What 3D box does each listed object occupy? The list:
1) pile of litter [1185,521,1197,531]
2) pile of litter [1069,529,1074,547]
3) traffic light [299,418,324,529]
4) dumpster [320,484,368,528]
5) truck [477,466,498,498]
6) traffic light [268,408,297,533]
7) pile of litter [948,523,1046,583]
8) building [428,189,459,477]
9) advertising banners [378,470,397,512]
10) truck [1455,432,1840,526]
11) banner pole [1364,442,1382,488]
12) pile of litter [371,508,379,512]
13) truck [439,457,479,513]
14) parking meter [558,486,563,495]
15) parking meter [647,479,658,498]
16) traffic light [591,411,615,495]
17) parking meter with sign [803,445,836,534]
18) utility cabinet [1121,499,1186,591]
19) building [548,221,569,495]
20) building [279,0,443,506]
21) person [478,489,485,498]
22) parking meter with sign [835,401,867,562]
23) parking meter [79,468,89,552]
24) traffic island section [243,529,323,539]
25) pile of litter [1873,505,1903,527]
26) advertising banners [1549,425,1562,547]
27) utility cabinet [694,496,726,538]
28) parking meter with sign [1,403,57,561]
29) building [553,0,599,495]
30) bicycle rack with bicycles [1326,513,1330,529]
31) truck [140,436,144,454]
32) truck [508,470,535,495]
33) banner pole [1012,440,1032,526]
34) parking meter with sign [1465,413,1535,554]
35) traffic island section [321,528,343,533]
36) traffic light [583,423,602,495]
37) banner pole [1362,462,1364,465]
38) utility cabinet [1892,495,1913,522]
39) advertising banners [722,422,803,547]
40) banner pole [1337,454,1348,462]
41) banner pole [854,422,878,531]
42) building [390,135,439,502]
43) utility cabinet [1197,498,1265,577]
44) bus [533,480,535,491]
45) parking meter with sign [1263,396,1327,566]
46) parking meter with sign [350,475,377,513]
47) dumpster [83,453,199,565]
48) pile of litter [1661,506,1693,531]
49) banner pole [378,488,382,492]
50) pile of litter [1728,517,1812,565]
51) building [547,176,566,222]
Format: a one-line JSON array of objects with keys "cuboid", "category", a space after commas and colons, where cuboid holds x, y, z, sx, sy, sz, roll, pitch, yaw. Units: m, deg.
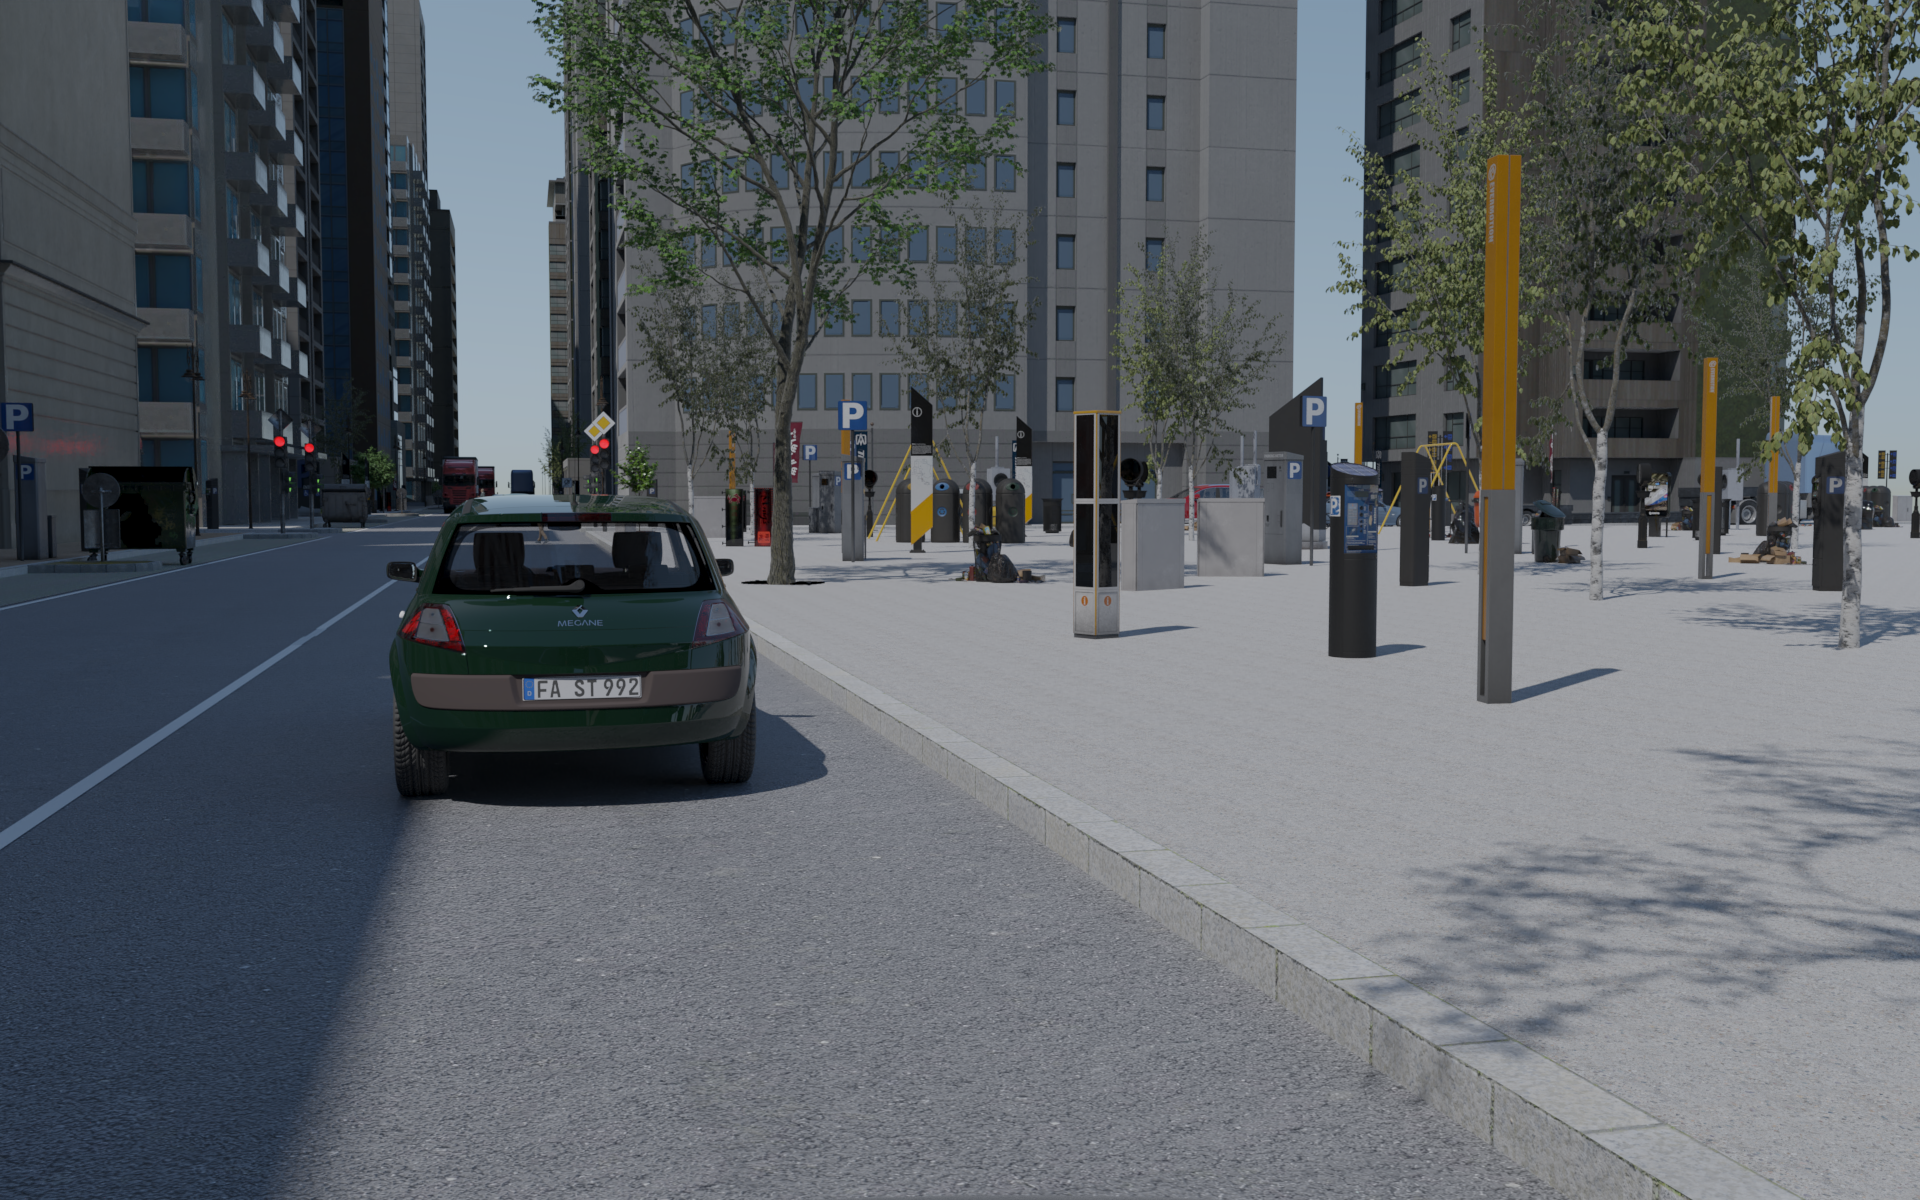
[{"cuboid": [8.276, -2.855, 60.639, 1.176, 0.858, 1.719, 0, 4, 7], "category": "pile of litter"}, {"cuboid": [3.289, -1.723, 42.135, 1.176, 0.858, 1.719, 3, 5, 40], "category": "pile of litter"}, {"cuboid": [-24.012, -4.599, 64.119, 0.839, 4.253, 0.868, -1, 4, -14], "category": "traffic light"}, {"cuboid": [-26.027, -3.979, 73.277, 1.865, 1.857, 1.264, -1, 4, -13], "category": "dumpster"}, {"cuboid": [-48.307, -11.387, 175.083, 2.839, 4.237, 11.283, -1, 4, -16], "category": "truck"}, {"cuboid": [-22.065, -4.126, 56.374, 0.839, 4.253, 0.868, -1, 4, -14], "category": "traffic light"}, {"cuboid": [0.551, -0.707, 25.530, 1.176, 0.858, 1.719, -2, 4, -27], "category": "pile of litter"}, {"cuboid": [-91.378, -39.853, 275.295, 21.300, 48.544, 21.600, -1, 4, -14], "category": "building"}, {"cuboid": [-42.103, -8.036, 127.572, 0.090, 3.025, 2.074, 1, 4, 22], "category": "advertising banners"}, {"cuboid": [29.866, -5.093, 73.027, 18.799, 4.110, 2.967, -1, 4, -15], "category": "truck"}, {"cuboid": [19.937, -5.686, 82.989, 0.863, 3.779, 0.401, -3, 4, -36], "category": "banner pole"}, {"cuboid": [-42.170, -6.682, 123.213, 1.719, 0.858, 1.176, -1, 4, -22], "category": "pile of litter"}, {"cuboid": [-38.067, -8.754, 132.040, 2.839, 4.237, 11.283, -1, 4, -15], "category": "truck"}, {"cuboid": [-30.689, -7.807, 133.356, 0.399, 1.863, 0.255, 0, 4, -4], "category": "parking meter"}, {"cuboid": [-11.918, -3.753, 67.079, 0.399, 1.863, 0.255, 0, 4, 0], "category": "parking meter"}, {"cuboid": [-12.116, -4.279, 58.883, 0.839, 4.253, 0.868, -1, 4, -14], "category": "traffic light"}, {"cuboid": [-4.215, -3.685, 56.509, 1.738, 3.016, 0.543, 3, 4, 37], "category": "parking meter with sign"}, {"cuboid": [2.591, -0.741, 23.273, 1.020, 1.237, 0.306, -3, 5, -44], "category": "utility cabinet"}, {"cuboid": [-54.883, -35.396, 262.313, 14.154, 41.232, 14.086, -1, 4, -14], "category": "building"}, {"cuboid": [-86.428, -49.900, 254.113, 20.563, 71.187, 20.611, -1, 4, -14], "category": "building"}, {"cuboid": [-34.077, -7.015, 123.363, 0.590, 1.801, 0.661, -1, 4, -18], "category": "person"}, {"cuboid": [-2.024, -2.264, 33.275, 0.543, 3.016, 1.738, 0, 4, -1], "category": "parking meter with sign"}, {"cuboid": [-19.417, -2.015, 38.652, 0.399, 1.863, 0.255, 2, 4, 27], "category": "parking meter"}, {"cuboid": [-22.106, -2.093, 56.499, 2.009, 0.180, 2.903, -1, 4, -14], "category": "traffic island section"}, {"cuboid": [35.516, -3.247, 67.056, 1.176, 0.858, 1.719, -3, 5, -44], "category": "pile of litter"}, {"cuboid": [13.977, -2.722, 40.690, 0.090, 3.025, 2.074, 1, 4, 13], "category": "advertising banners"}, {"cuboid": [-7.377, -2.416, 50.661, 1.020, 1.237, 0.306, -1, 4, -16], "category": "utility cabinet"}, {"cuboid": [-18.164, -2.302, 33.896, 0.543, 3.016, 1.738, -1, 4, -13], "category": "parking meter with sign"}, {"cuboid": [-47.388, -49.368, 245.423, 20.563, 71.187, 20.611, -1, 4, -14], "category": "building"}, {"cuboid": [12.081, -2.973, 61.992, 2.925, 0.926, 2.852, -2, 4, -24], "category": "bicycle rack with bicycles"}, {"cuboid": [-32.502, -4.187, 57.377, 11.283, 4.237, 2.839, -1, 4, -12], "category": "truck"}, {"cuboid": [-46.621, -11.938, 184.941, 2.967, 4.110, 18.799, -1, 4, -15], "category": "truck"}, {"cuboid": [2.514, -4.930, 70.627, 0.863, 3.779, 0.401, 1, 4, 10], "category": "banner pole"}, {"cuboid": [11.725, -2.497, 37.085, 1.738, 3.016, 0.543, 1, 4, 19], "category": "parking meter with sign"}, {"cuboid": [-24.054, -2.567, 64.244, 2.009, 0.180, 2.903, -1, 4, -14], "category": "traffic island section"}, {"cuboid": [-14.064, -4.753, 66.628, 0.839, 4.253, 0.868, -1, 4, -14], "category": "traffic light"}, {"cuboid": [22.737, -6.561, 97.297, 0.401, 3.779, 0.863, 3, 5, 41], "category": "banner pole"}, {"cuboid": [44.126, -4.277, 81.088, 1.020, 1.237, 0.306, -2, 4, -24], "category": "utility cabinet"}, {"cuboid": [-4.797, -2.805, 42.051, 2.074, 3.025, 0.090, 1, 4, 13], "category": "advertising banners"}, {"cuboid": [23.680, -7.191, 107.588, 0.863, 3.779, 0.401, 0, 4, -1], "category": "banner pole"}, {"cuboid": [-3.295, -4.313, 60.538, 0.863, 3.779, 0.401, 0, 4, 2], "category": "banner pole"}, {"cuboid": [-82.060, -37.309, 229.607, 23.786, 49.044, 30.456, -1, 4, -14], "category": "building"}, {"cuboid": [4.216, -0.969, 27.000, 1.020, 1.237, 0.306, 0, 4, 4], "category": "utility cabinet"}, {"cuboid": [-67.919, -17.070, 270.648, 2.896, 3.916, 12.252, -1, 4, -15], "category": "bus"}, {"cuboid": [5.909, -2.162, 31.607, 0.543, 3.016, 1.738, -2, 4, -27], "category": "parking meter with sign"}, {"cuboid": [-41.005, -7.508, 119.019, 1.738, 3.016, 0.543, -1, 4, -18], "category": "parking meter with sign"}, {"cuboid": [-16.409, -1.822, 34.735, 1.985, 2.255, 1.502, -1, 4, -15], "category": "dumpster"}, {"cuboid": [25.499, -2.864, 60.791, 1.719, 0.858, 1.176, 3, 4, 37], "category": "pile of litter"}, {"cuboid": [-43.385, -8.532, 129.514, 0.863, 3.779, 0.401, 2, 4, 33], "category": "banner pole"}, {"cuboid": [14.958, -1.101, 31.966, 1.176, 0.858, 1.719, 0, 4, -4], "category": "pile of litter"}, {"cuboid": [-52.558, -42.506, 284.206, 28.713, 52.752, 27.495, -1, 4, -14], "category": "building"}]
